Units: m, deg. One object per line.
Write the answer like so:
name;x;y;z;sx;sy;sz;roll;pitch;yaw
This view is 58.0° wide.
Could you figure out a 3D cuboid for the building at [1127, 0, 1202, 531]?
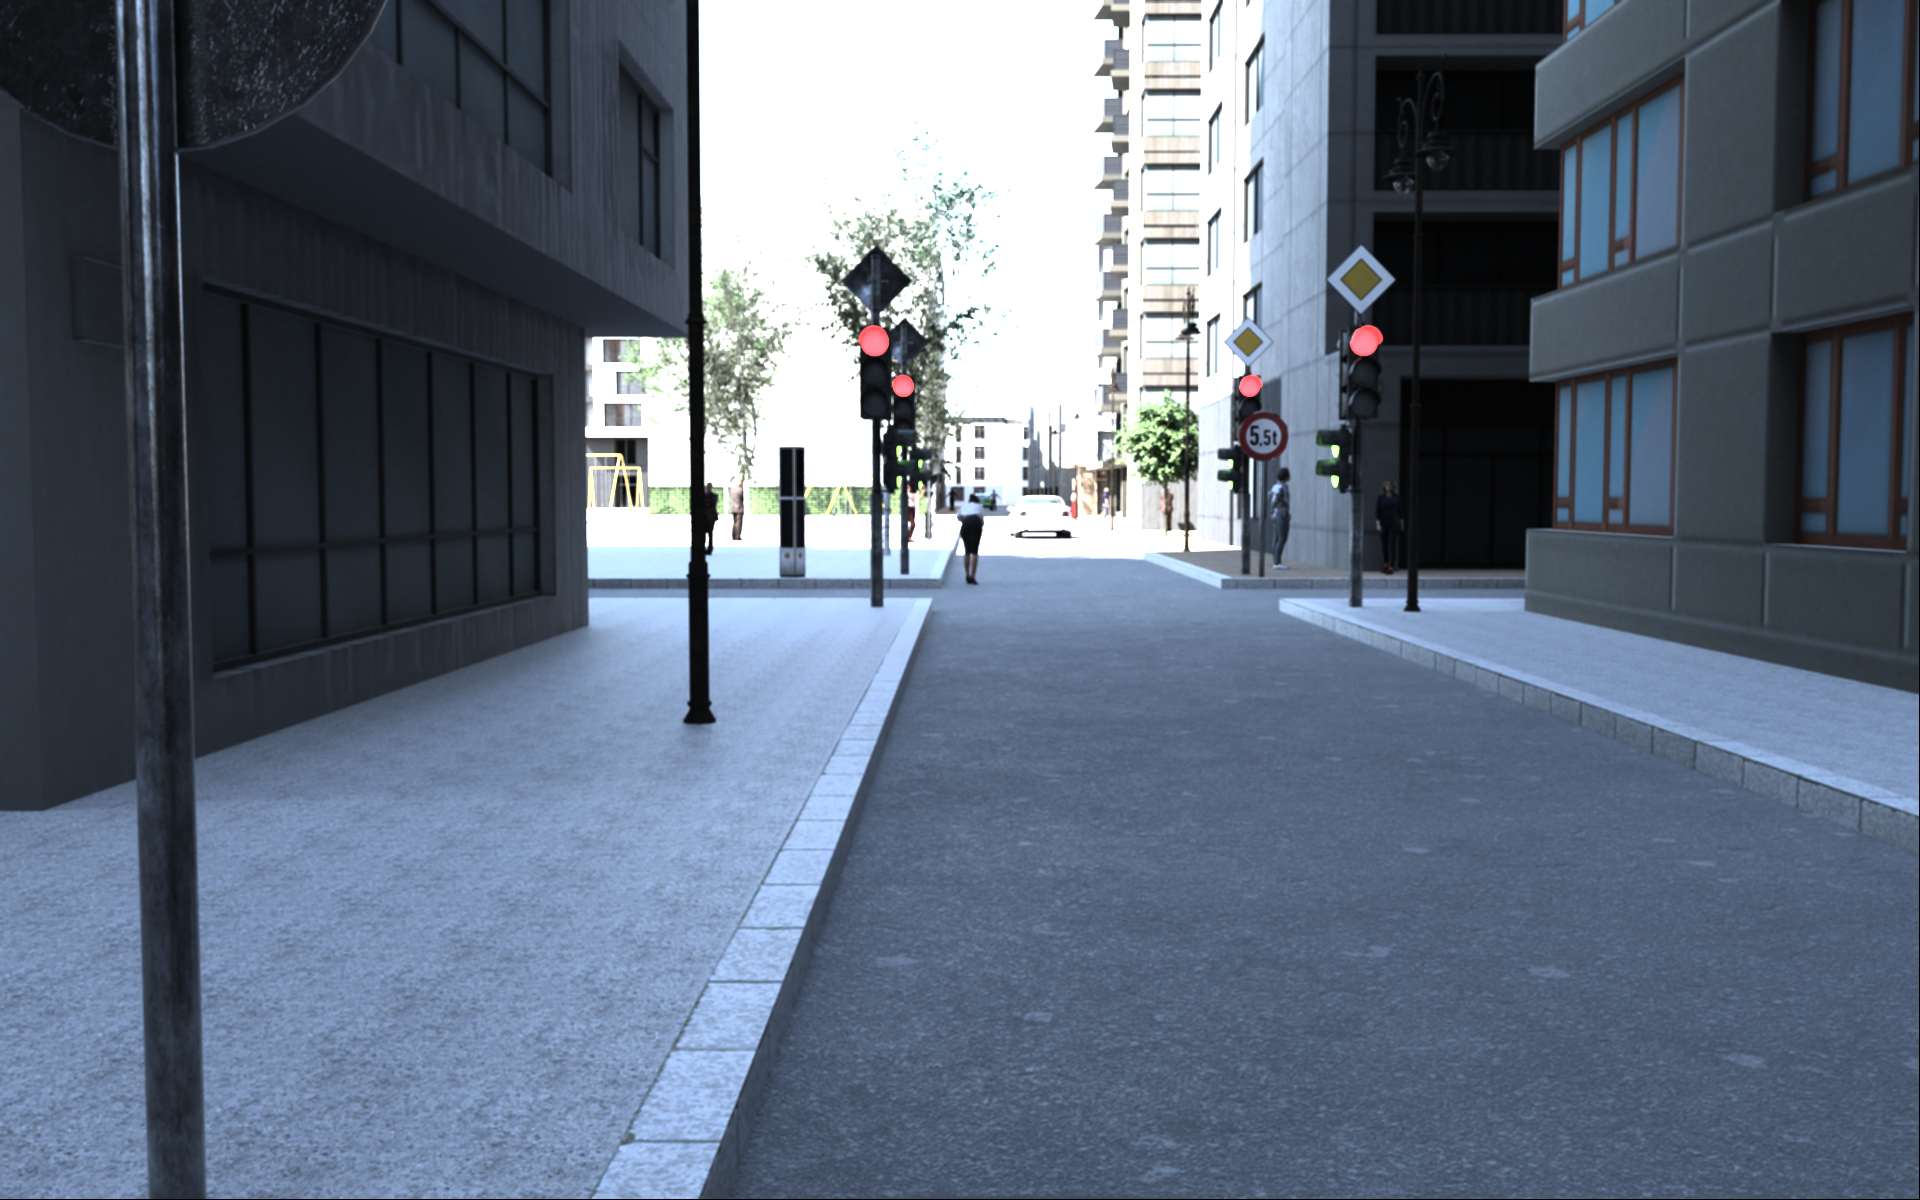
building;13.338;-23.365;65.614;14.154;41.232;14.086;0;4;0

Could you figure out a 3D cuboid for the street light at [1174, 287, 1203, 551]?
street light;5.106;-4.041;38.853;0.468;5.910;1.993;0;4;0

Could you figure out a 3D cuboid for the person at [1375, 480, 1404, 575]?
person;6.873;-1.177;27.823;0.480;1.512;0.613;0;4;-7

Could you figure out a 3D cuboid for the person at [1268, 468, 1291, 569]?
person;5.495;-1.406;29.759;0.376;1.734;0.841;0;4;7

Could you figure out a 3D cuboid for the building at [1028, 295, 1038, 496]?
building;15.245;-18.099;162.380;16.747;18.905;31.486;0;4;0

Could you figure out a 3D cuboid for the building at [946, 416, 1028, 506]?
building;4.835;-15.265;191.732;28.070;9.664;9.099;0;4;0

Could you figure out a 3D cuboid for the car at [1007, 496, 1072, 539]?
car;2.626;-2.731;57.011;2.083;1.381;4.827;0;4;-1

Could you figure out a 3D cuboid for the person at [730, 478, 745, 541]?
person;-6.017;-2.486;47.372;0.565;1.739;0.600;1;4;15

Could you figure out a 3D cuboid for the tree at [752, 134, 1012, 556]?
tree;-1.370;-5.224;35.769;4.360;8.622;3.978;0;3;0

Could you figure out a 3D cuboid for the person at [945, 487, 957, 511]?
person;-0.635;-7.745;132.807;0.705;1.807;1.348;-3;5;-44

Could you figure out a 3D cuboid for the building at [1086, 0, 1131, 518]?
building;18.137;-26.489;87.714;22.147;44.769;28.867;0;4;0

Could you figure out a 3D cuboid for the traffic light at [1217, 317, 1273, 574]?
traffic light;4.550;-2.367;27.616;0.839;4.253;0.868;0;4;0

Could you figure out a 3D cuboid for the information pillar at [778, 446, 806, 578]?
information pillar;-2.590;-1.360;26.732;0.304;2.012;0.304;2;4;28

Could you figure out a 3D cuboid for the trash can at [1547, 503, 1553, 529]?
trash can;9.485;-0.930;26.863;0.748;1.137;0.748;0;3;0

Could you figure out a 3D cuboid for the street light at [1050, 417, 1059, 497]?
street light;5.598;-7.924;102.342;0.468;5.910;1.993;0;4;0

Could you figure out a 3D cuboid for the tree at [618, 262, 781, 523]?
tree;-11.514;-9.250;76.997;9.928;11.665;9.643;0;3;0

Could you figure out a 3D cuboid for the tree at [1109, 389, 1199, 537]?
tree;6.217;-4.215;52.634;4.285;4.588;4.351;0;3;0

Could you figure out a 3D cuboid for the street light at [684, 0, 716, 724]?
street light;-1.465;-2.250;9.568;0.468;5.910;1.993;0;4;0

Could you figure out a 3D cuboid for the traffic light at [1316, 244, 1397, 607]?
traffic light;4.490;-1.878;19.631;0.839;4.253;0.868;0;4;0

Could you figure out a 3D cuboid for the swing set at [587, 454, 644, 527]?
swing set;-14.632;-4.342;68.609;3.119;2.851;2.862;1;4;12

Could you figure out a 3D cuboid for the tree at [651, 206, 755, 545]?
tree;-5.600;-5.699;43.537;4.360;8.622;3.978;0;3;0

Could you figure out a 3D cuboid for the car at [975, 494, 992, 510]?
car;1.989;-8.829;153.142;1.959;1.807;4.718;0;4;2

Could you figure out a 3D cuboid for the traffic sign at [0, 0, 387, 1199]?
traffic sign;-1.184;-0.150;2.555;0.768;2.556;0.104;0;4;5

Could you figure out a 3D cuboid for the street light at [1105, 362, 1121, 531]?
street light;5.284;-5.333;59.976;0.468;5.910;1.993;0;4;0

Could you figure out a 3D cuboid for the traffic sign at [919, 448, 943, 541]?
traffic sign;-0.845;-2.910;47.679;0.768;2.556;0.104;0;4;3

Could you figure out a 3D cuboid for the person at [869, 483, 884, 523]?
person;-3.665;-4.287;76.591;0.683;1.767;0.568;-1;4;-12

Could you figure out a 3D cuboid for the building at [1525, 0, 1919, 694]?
building;19.920;-9.713;3.850;27.650;21.520;28.899;0;4;0

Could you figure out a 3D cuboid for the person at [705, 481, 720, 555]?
person;-5.297;-1.721;36.444;0.482;1.546;0.388;1;4;12

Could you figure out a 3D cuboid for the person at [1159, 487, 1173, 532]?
person;7.065;-3.119;59.312;0.482;1.546;0.388;0;4;-2

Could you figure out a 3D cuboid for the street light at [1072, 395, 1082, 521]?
street light;5.453;-6.625;81.101;0.468;5.910;1.993;0;4;0

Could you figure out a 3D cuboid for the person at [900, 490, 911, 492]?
person;-2.090;-3.791;69.488;0.593;1.643;0.415;-3;5;-39

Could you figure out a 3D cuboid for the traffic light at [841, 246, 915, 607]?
traffic light;-0.931;-1.880;19.656;0.839;4.253;0.868;0;4;0

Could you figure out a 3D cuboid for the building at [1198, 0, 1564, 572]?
building;16.830;-36.597;36.615;20.611;71.187;20.563;0;4;0

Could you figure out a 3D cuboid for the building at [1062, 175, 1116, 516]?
building;14.541;-15.424;108.602;16.016;20.091;11.380;0;4;0

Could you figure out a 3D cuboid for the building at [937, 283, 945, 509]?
building;-9.202;-17.404;140.973;16.016;20.091;11.380;0;4;0

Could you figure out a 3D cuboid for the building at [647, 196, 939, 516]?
building;-10.125;-15.437;118.847;16.747;18.905;31.486;0;4;0

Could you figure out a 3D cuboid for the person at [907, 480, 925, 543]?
person;-1.213;-2.337;45.720;0.517;1.644;0.566;-1;4;-23

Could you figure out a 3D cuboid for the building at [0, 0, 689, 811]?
building;-9.638;-20.122;12.590;14.086;41.232;14.154;0;4;0

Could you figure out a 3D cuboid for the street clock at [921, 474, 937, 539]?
street clock;-0.901;-2.741;49.390;0.471;2.002;0.358;2;4;31

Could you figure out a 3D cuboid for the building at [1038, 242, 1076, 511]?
building;15.027;-16.131;130.205;16.747;18.905;31.486;0;4;0

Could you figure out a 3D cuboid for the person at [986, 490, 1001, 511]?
person;2.887;-8.507;147.578;1.348;1.826;0.705;-1;4;-20

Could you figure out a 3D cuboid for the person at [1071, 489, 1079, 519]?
person;5.826;-4.858;87.939;0.387;1.526;0.523;-2;4;-28

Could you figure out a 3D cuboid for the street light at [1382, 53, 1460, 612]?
street light;4.956;-2.814;18.803;0.468;5.910;1.993;0;4;0

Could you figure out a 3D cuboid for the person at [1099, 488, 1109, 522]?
person;6.534;-4.289;78.372;0.471;1.553;0.569;1;4;19

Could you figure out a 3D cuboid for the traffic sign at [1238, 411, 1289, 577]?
traffic sign;4.667;-1.627;26.715;0.768;2.556;0.104;0;4;2

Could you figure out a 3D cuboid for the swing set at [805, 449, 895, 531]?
swing set;-4.131;-3.897;61.342;2.862;2.851;3.119;-2;4;-26

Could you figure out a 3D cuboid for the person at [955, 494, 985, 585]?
person;0.215;-0.978;27.679;0.628;1.438;0.799;-2;4;-25

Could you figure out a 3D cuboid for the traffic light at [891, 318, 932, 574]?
traffic light;-0.871;-2.368;27.641;0.839;4.253;0.868;0;4;0

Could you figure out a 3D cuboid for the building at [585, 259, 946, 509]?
building;-17.781;-19.604;164.496;32.646;21.610;27.936;0;4;0

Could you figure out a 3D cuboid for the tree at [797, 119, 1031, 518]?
tree;-2.522;-14.346;90.448;12.611;20.169;13.585;0;3;0
